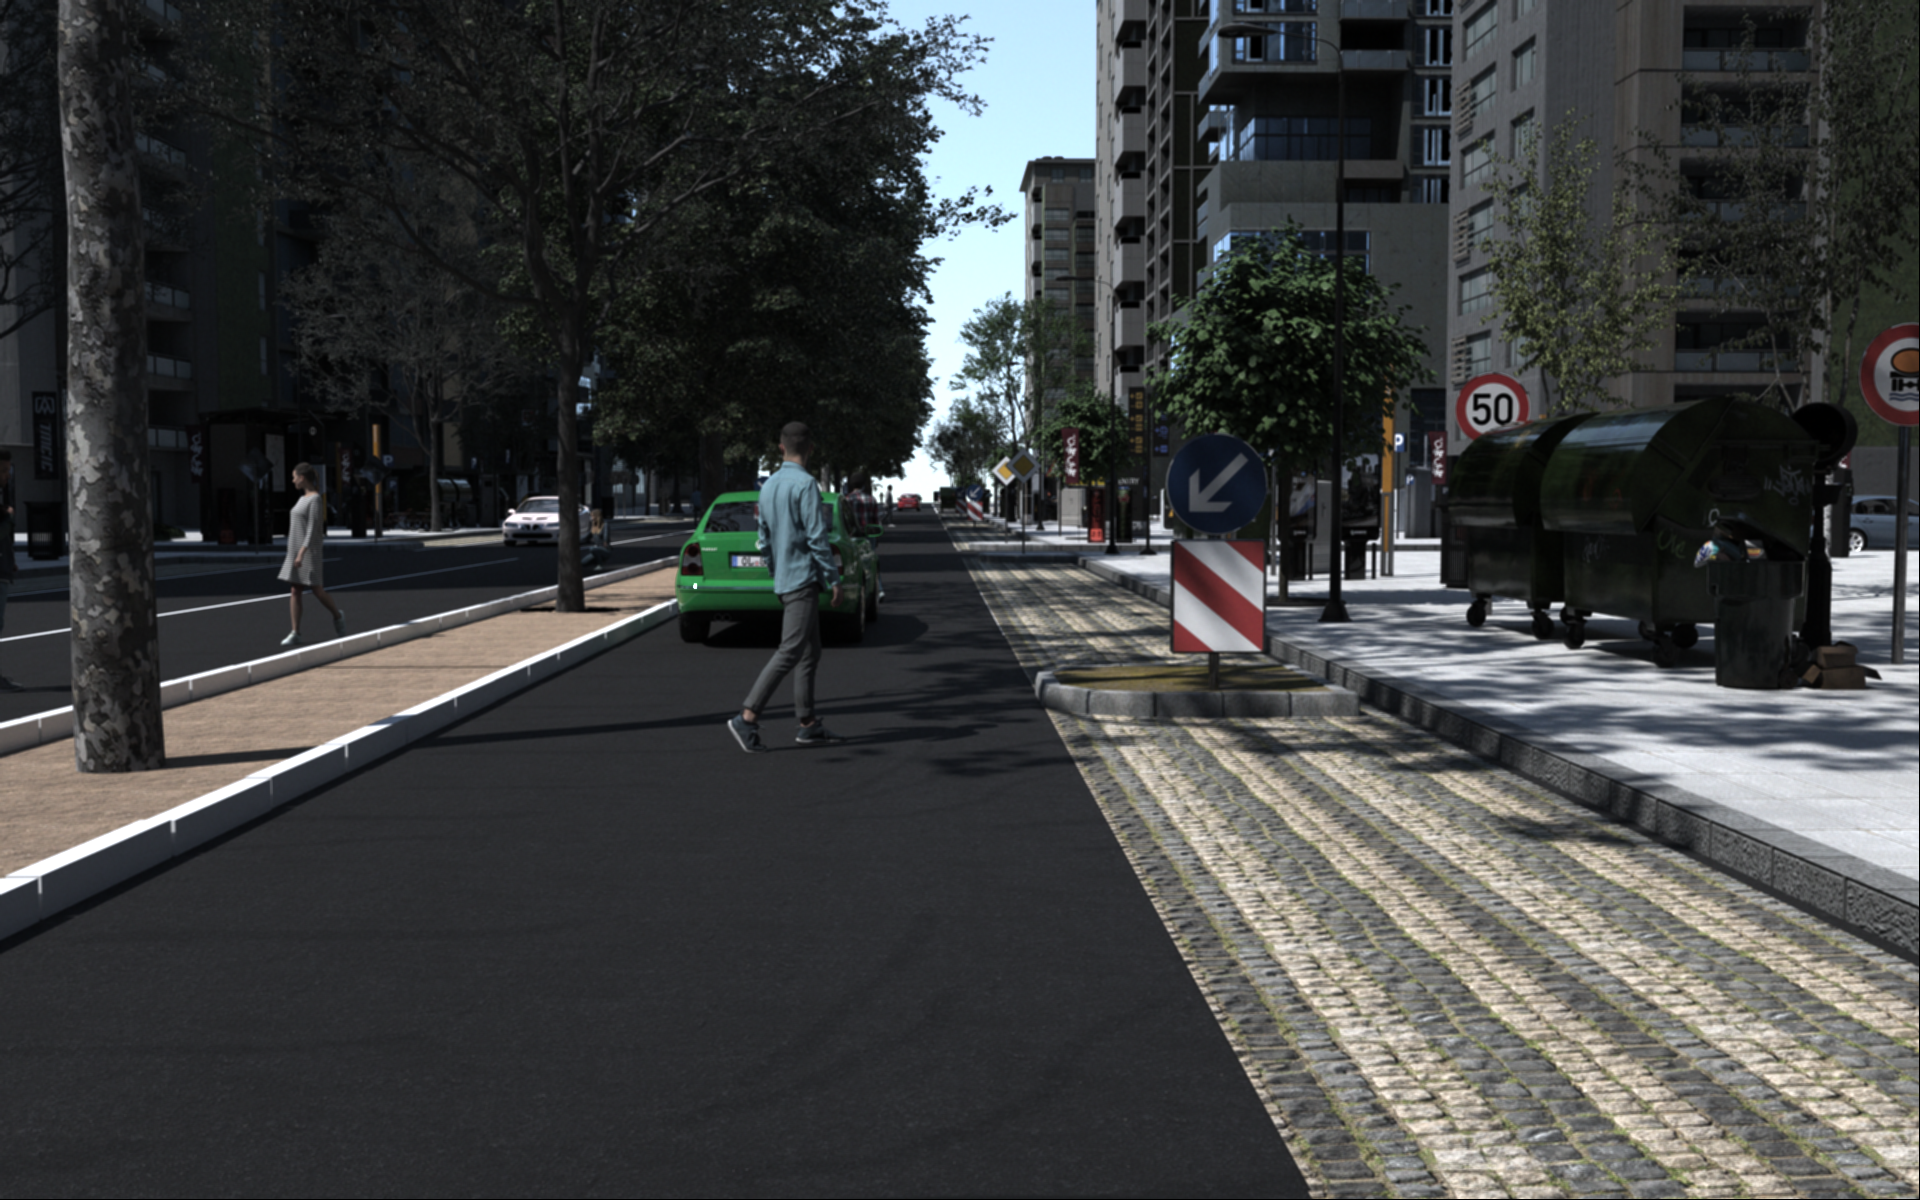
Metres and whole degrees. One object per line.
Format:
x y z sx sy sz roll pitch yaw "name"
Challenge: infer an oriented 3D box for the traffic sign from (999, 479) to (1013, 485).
2.525 -5.778 94.576 0.768 2.556 0.104 0 4 7 "traffic sign"

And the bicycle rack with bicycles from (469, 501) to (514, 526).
-19.354 -3.492 70.483 2.852 0.926 2.925 -2 4 -24 "bicycle rack with bicycles"

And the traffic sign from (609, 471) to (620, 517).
-18.858 -5.803 94.985 0.768 2.556 0.104 0 4 7 "traffic sign"

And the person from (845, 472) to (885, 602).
-1.300 -0.828 22.872 0.563 1.720 0.643 -2 4 -30 "person"

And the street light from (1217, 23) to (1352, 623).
3.241 -2.737 17.287 1.470 5.913 1.316 0 4 -1 "street light"

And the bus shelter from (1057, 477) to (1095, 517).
5.260 -6.024 76.127 2.179 5.291 8.768 0 4 -1 "bus shelter"

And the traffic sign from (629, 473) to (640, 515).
-20.076 -6.507 106.495 0.768 2.556 0.104 0 4 2 "traffic sign"

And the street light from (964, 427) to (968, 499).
1.186 -8.984 119.425 1.470 5.913 1.316 0 4 -1 "street light"

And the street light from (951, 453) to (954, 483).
0.038 -12.496 176.843 1.470 5.913 1.316 0 4 -1 "street light"

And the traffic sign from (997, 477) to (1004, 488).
2.391 -5.793 94.820 0.768 2.556 0.104 0 4 0 "traffic sign"

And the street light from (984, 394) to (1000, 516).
1.962 -6.598 80.414 1.470 5.913 1.316 0 4 -1 "street light"

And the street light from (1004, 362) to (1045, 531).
2.296 -5.405 60.907 1.470 5.913 1.316 0 4 -1 "street light"

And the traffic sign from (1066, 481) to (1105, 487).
4.664 -3.907 57.759 2.265 3.308 0.079 0 4 8 "traffic sign"

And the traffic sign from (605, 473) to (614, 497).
-21.388 -6.496 106.316 0.768 2.556 0.104 0 4 2 "traffic sign"

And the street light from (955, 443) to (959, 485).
0.490 -11.275 156.881 1.470 5.913 1.316 0 4 -1 "street light"

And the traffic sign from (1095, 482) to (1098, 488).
4.283 -3.324 54.455 0.768 2.556 0.104 1 4 8 "traffic sign"

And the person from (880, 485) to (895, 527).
-3.226 -4.159 76.344 0.795 1.843 0.661 0 4 3 "person"

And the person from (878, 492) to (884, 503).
-12.264 -15.990 269.963 1.348 1.821 0.705 3 5 42 "person"

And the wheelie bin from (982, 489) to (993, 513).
1.736 -6.672 116.993 0.980 1.594 0.693 0 4 6 "wheelie bin"

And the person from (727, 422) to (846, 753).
-0.994 -0.088 9.808 0.748 1.841 0.638 -1 4 -23 "person"

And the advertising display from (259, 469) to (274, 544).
-17.795 -2.399 44.430 0.123 1.923 0.974 -2 4 -35 "advertising display"

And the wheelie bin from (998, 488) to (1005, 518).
2.521 -5.179 92.590 0.980 1.594 0.693 -2 4 -24 "wheelie bin"

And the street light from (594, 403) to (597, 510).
-17.455 -6.899 85.342 1.470 5.913 1.316 0 4 -1 "street light"

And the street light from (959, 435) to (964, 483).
0.892 -10.016 136.309 1.470 5.913 1.316 0 4 -1 "street light"

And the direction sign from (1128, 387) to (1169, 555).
3.980 -2.727 36.577 0.876 3.537 0.379 1 4 20 "direction sign"

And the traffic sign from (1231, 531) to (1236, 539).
4.329 -1.667 27.366 0.768 2.556 0.104 0 4 7 "traffic sign"

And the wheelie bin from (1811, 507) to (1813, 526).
36.100 -3.963 72.697 0.693 1.594 0.980 3 5 43 "wheelie bin"

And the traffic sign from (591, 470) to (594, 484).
-19.563 -5.581 91.349 0.768 2.556 0.104 0 4 4 "traffic sign"

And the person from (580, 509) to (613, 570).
-6.832 -1.137 32.587 0.738 1.151 1.012 -3 5 -45 "person"

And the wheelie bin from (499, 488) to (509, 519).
-23.325 -4.897 87.976 0.693 1.594 0.980 0 4 2 "wheelie bin"

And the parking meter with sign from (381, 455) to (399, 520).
-24.970 -4.880 76.044 0.543 3.016 1.738 -2 4 -27 "parking meter with sign"

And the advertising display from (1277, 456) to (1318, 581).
4.988 -1.248 25.612 0.123 1.923 0.974 3 5 40 "advertising display"

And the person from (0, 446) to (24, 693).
-7.001 -0.219 12.420 0.623 1.781 0.721 2 4 33 "person"

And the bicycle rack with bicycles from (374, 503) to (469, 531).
-19.062 -2.928 61.258 2.925 0.926 2.852 -1 4 -12 "bicycle rack with bicycles"

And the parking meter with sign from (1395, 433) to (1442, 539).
13.226 -3.280 49.882 1.738 3.016 0.543 -2 4 -31 "parking meter with sign"

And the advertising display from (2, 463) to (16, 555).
-19.987 -1.908 36.411 0.123 1.923 0.974 -1 4 -22 "advertising display"

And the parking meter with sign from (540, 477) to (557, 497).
-18.611 -5.019 78.317 1.738 3.016 0.543 -1 4 -11 "parking meter with sign"

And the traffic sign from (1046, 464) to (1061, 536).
3.044 -3.220 52.649 0.884 2.594 0.081 0 4 5 "traffic sign"

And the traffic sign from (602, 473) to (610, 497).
-21.671 -6.515 106.631 0.768 2.556 0.104 0 4 2 "traffic sign"

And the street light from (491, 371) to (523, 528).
-16.945 -5.656 65.015 1.470 5.913 1.316 0 4 -1 "street light"

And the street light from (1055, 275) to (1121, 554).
2.717 -3.935 36.884 1.470 5.913 1.316 0 4 -1 "street light"

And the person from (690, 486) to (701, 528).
-10.982 -3.892 72.474 0.601 1.785 0.444 1 4 13 "person"

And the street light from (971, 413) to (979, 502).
1.490 -7.791 99.918 1.470 5.913 1.316 0 4 -1 "street light"

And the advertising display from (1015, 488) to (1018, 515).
3.676 -6.286 107.984 0.974 1.923 0.123 0 4 -2 "advertising display"

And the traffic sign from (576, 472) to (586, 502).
-17.543 -4.759 79.936 0.606 2.300 0.079 0 4 2 "traffic sign"

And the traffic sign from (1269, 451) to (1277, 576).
4.929 -1.655 27.168 0.768 2.556 0.104 0 4 1 "traffic sign"

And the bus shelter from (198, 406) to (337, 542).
-19.677 -3.563 49.530 1.731 3.624 6.357 0 4 -1 "bus shelter"

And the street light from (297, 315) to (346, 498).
-16.599 -4.433 45.018 1.470 5.913 1.316 0 4 -1 "street light"

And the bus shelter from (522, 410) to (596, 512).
-19.824 -6.582 85.246 2.179 5.291 8.768 0 4 -1 "bus shelter"

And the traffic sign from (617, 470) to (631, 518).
-18.105 -5.705 93.386 0.768 2.556 0.104 0 4 2 "traffic sign"

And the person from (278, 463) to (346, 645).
-6.264 -0.454 16.676 0.466 1.731 0.760 1 4 17 "person"

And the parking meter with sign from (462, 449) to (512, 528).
-18.172 -4.310 66.735 1.738 3.016 0.543 -2 4 -31 "parking meter with sign"

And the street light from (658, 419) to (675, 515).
-17.765 -8.151 105.802 1.470 5.913 1.316 0 4 -1 "street light"

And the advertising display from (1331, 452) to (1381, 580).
5.906 -1.262 25.843 0.974 1.923 0.123 -3 4 -37 "advertising display"

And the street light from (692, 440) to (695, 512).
-18.068 -9.090 121.168 1.470 5.913 1.316 0 4 -1 "street light"
